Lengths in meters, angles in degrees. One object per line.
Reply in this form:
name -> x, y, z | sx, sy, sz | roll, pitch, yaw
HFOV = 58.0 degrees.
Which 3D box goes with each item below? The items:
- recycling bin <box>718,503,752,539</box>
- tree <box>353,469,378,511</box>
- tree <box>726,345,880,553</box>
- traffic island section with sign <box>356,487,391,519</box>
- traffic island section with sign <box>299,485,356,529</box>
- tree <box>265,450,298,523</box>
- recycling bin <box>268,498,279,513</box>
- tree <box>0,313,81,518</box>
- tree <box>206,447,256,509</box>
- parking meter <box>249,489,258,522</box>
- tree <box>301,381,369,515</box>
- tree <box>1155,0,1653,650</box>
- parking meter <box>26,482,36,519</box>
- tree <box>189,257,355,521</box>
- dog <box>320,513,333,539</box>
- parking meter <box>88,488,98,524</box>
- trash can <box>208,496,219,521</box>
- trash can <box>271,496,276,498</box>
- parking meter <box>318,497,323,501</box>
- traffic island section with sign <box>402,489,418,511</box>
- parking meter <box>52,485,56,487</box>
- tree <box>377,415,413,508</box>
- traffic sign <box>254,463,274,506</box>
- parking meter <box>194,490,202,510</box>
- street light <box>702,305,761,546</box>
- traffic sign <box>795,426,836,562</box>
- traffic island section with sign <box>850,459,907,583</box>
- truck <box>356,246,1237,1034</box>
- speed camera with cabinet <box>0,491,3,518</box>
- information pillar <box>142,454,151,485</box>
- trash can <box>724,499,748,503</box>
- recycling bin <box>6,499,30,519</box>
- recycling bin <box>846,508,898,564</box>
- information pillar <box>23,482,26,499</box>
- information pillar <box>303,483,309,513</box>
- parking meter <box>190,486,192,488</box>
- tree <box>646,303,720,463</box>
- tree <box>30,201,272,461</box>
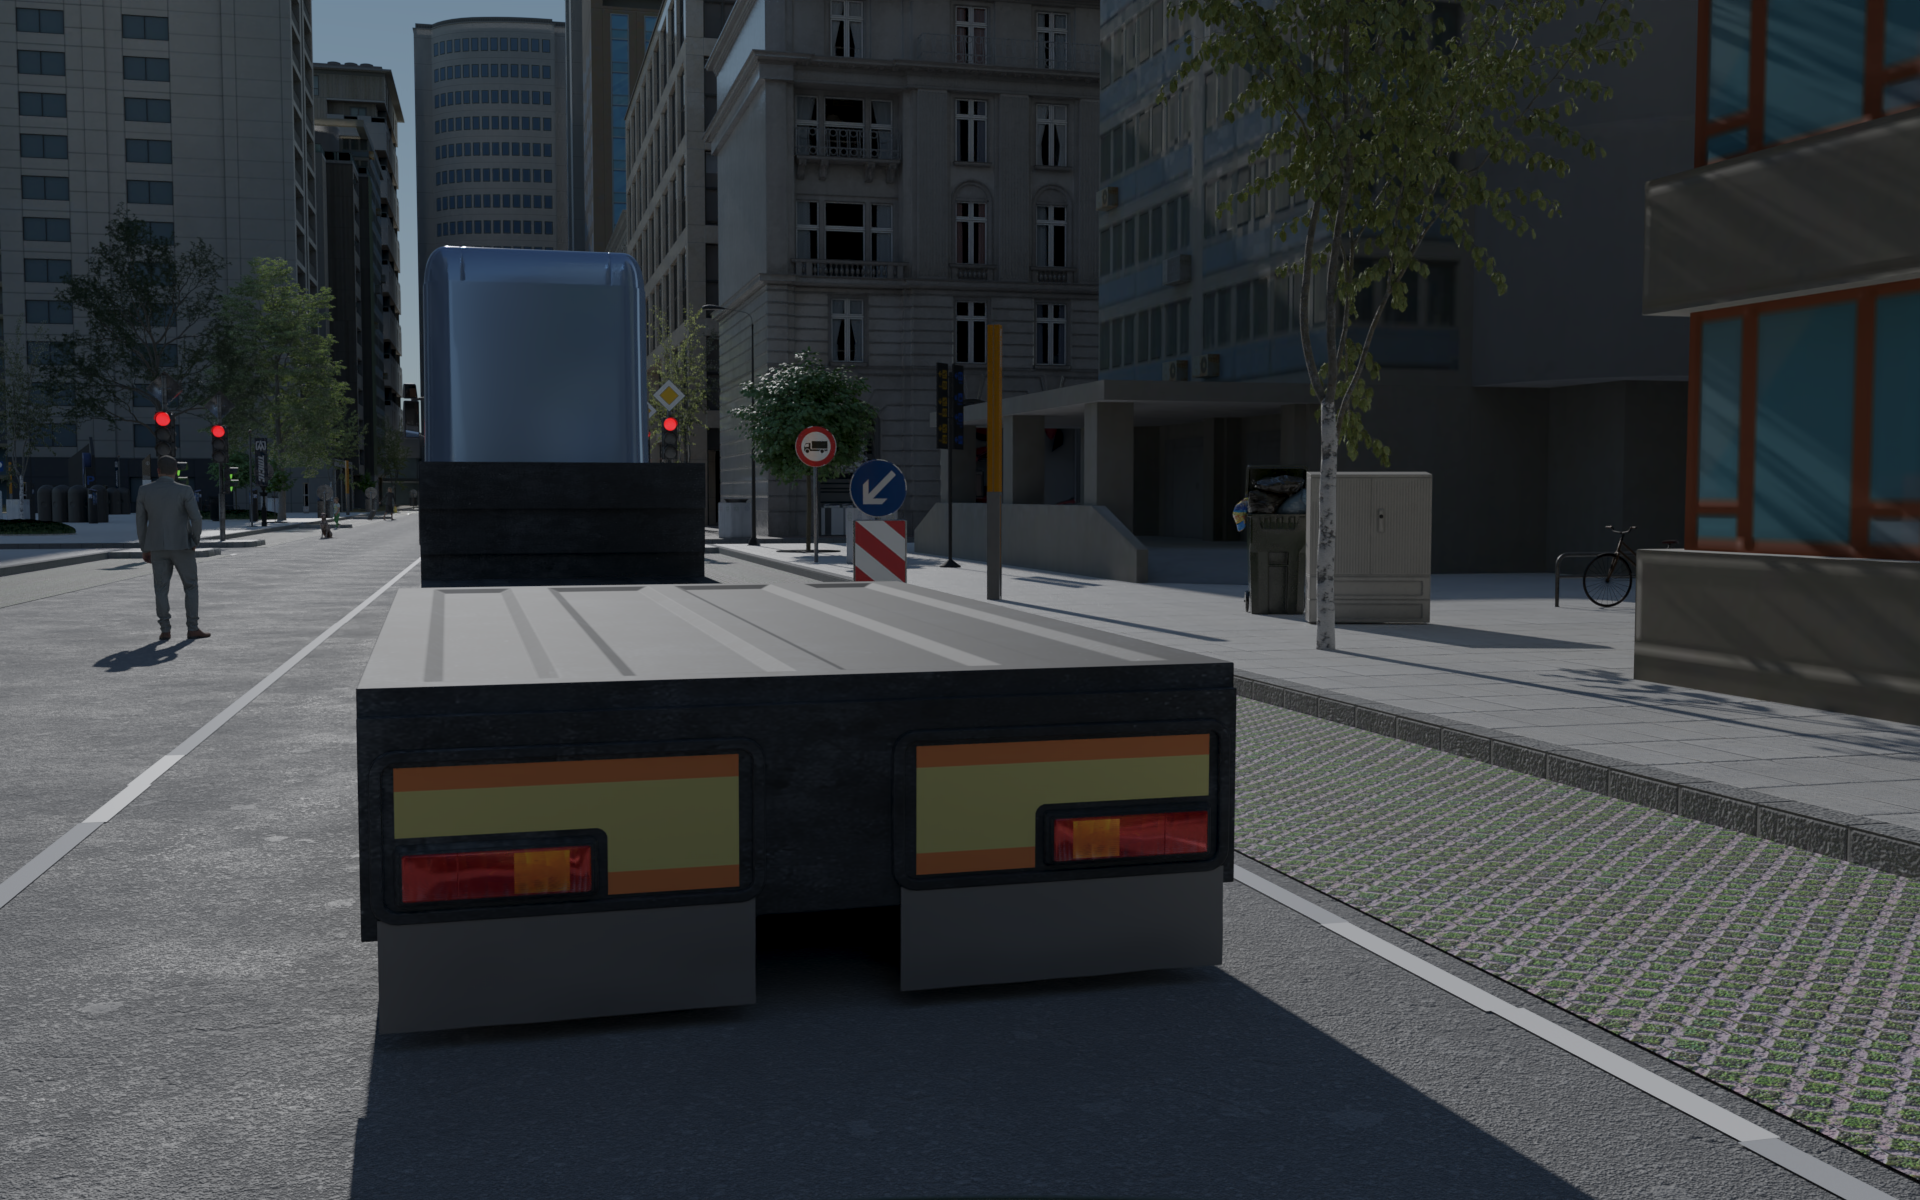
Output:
recycling bin -> -6.542, -2.313, 50.366 | 0.722, 1.027, 0.722 | -3, 5, -40
tree -> -45.006, -8.387, 131.730 | 1.663, 3.219, 1.824 | 0, 3, 0
tree -> -3.441, -3.336, 38.263 | 4.285, 4.588, 4.351 | 0, 3, 0
traffic island section with sign -> -33.419, -5.496, 98.492 | 1.989, 1.847, 2.006 | -1, 4, -15
traffic island section with sign -> -26.510, -3.902, 72.433 | 1.989, 1.847, 2.006 | -1, 4, -15
tree -> -30.516, -5.042, 77.030 | 1.663, 3.219, 1.824 | 0, 3, 0
recycling bin -> -42.030, -5.736, 106.340 | 0.722, 1.027, 0.722 | -3, 5, -41
tree -> -38.507, -7.393, 71.241 | 4.360, 8.622, 3.978 | 0, 3, 0
tree -> -45.992, -7.711, 109.791 | 4.285, 4.588, 4.351 | 0, 3, 0
parking meter -> -32.649, -4.381, 80.038 | 0.372, 1.533, 0.369 | 0, 3, 0
tree -> -39.226, -9.652, 108.178 | 4.737, 8.622, 4.395 | 0, 3, 0
tree -> 3.257, -3.895, 14.045 | 4.737, 8.622, 4.395 | 0, 3, 0
parking meter -> -45.755, -4.867, 85.290 | 0.255, 1.863, 0.399 | 0, 4, -2
tree -> -33.161, -10.124, 83.658 | 7.486, 12.596, 7.792 | 0, 3, 0
dog -> -20.392, -2.397, 56.026 | 0.513, 0.831, 0.800 | 3, 5, 42
parking meter -> -37.622, -4.082, 75.153 | 0.372, 1.533, 0.369 | 0, 3, 0
trash can -> -34.937, -4.269, 81.456 | 0.748, 1.137, 0.748 | 0, 3, 0
trash can -> -44.724, -6.229, 113.491 | 0.748, 1.137, 0.748 | 0, 3, 0
parking meter -> -42.695, -6.555, 115.591 | 0.372, 1.533, 0.369 | 0, 3, 0
traffic island section with sign -> -46.036, -8.409, 146.121 | 1.989, 1.847, 2.006 | -1, 4, -15
parking meter -> -57.516, -6.378, 109.997 | 0.255, 1.863, 0.399 | -2, 4, -31
tree -> -52.024, -12.733, 158.551 | 4.737, 8.622, 4.395 | 0, 3, 0
traffic sign -> -27.636, -4.200, 68.780 | 0.768, 2.556, 0.104 | 0, 4, -7
parking meter -> -44.392, -5.657, 100.907 | 0.372, 1.533, 0.369 | 0, 3, 0
street light -> -5.651, -4.297, 42.804 | 1.470, 5.913, 1.316 | -1, 4, -15
traffic sign -> -2.698, -1.978, 32.445 | 0.768, 2.556, 0.104 | -1, 4, -10
traffic island section with sign -> -1.219, -0.720, 20.397 | 1.989, 1.847, 2.006 | -1, 4, -15
truck -> -3.009, -1.457, 13.574 | 2.967, 4.110, 18.799 | -1, 4, -16
speed camera with cabinet -> -48.484, -5.639, 86.526 | 0.660, 3.252, 2.038 | -3, 5, -44
information pillar -> -47.330, -6.698, 100.868 | 0.504, 3.616, 0.183 | 0, 3, 0
trash can -> -6.676, -2.448, 51.686 | 0.748, 1.137, 0.748 | 0, 3, 0
recycling bin -> -44.214, -4.205, 81.310 | 0.722, 1.027, 0.722 | 1, 4, 9
recycling bin -> -1.615, -1.175, 31.772 | 0.722, 1.027, 0.722 | -2, 4, -33
information pillar -> -59.026, -6.413, 109.349 | 0.304, 2.012, 0.304 | -1, 4, -11
information pillar -> -43.415, -6.756, 114.954 | 0.304, 2.012, 0.304 | -3, 4, -36
parking meter -> -50.138, -6.540, 112.642 | 0.399, 1.863, 0.255 | -2, 4, -27
tree -> -10.736, -7.069, 65.940 | 4.360, 8.622, 3.978 | 0, 3, 0
tree -> -26.222, -7.446, 56.163 | 7.601, 10.594, 8.767 | -2, 4, -30
